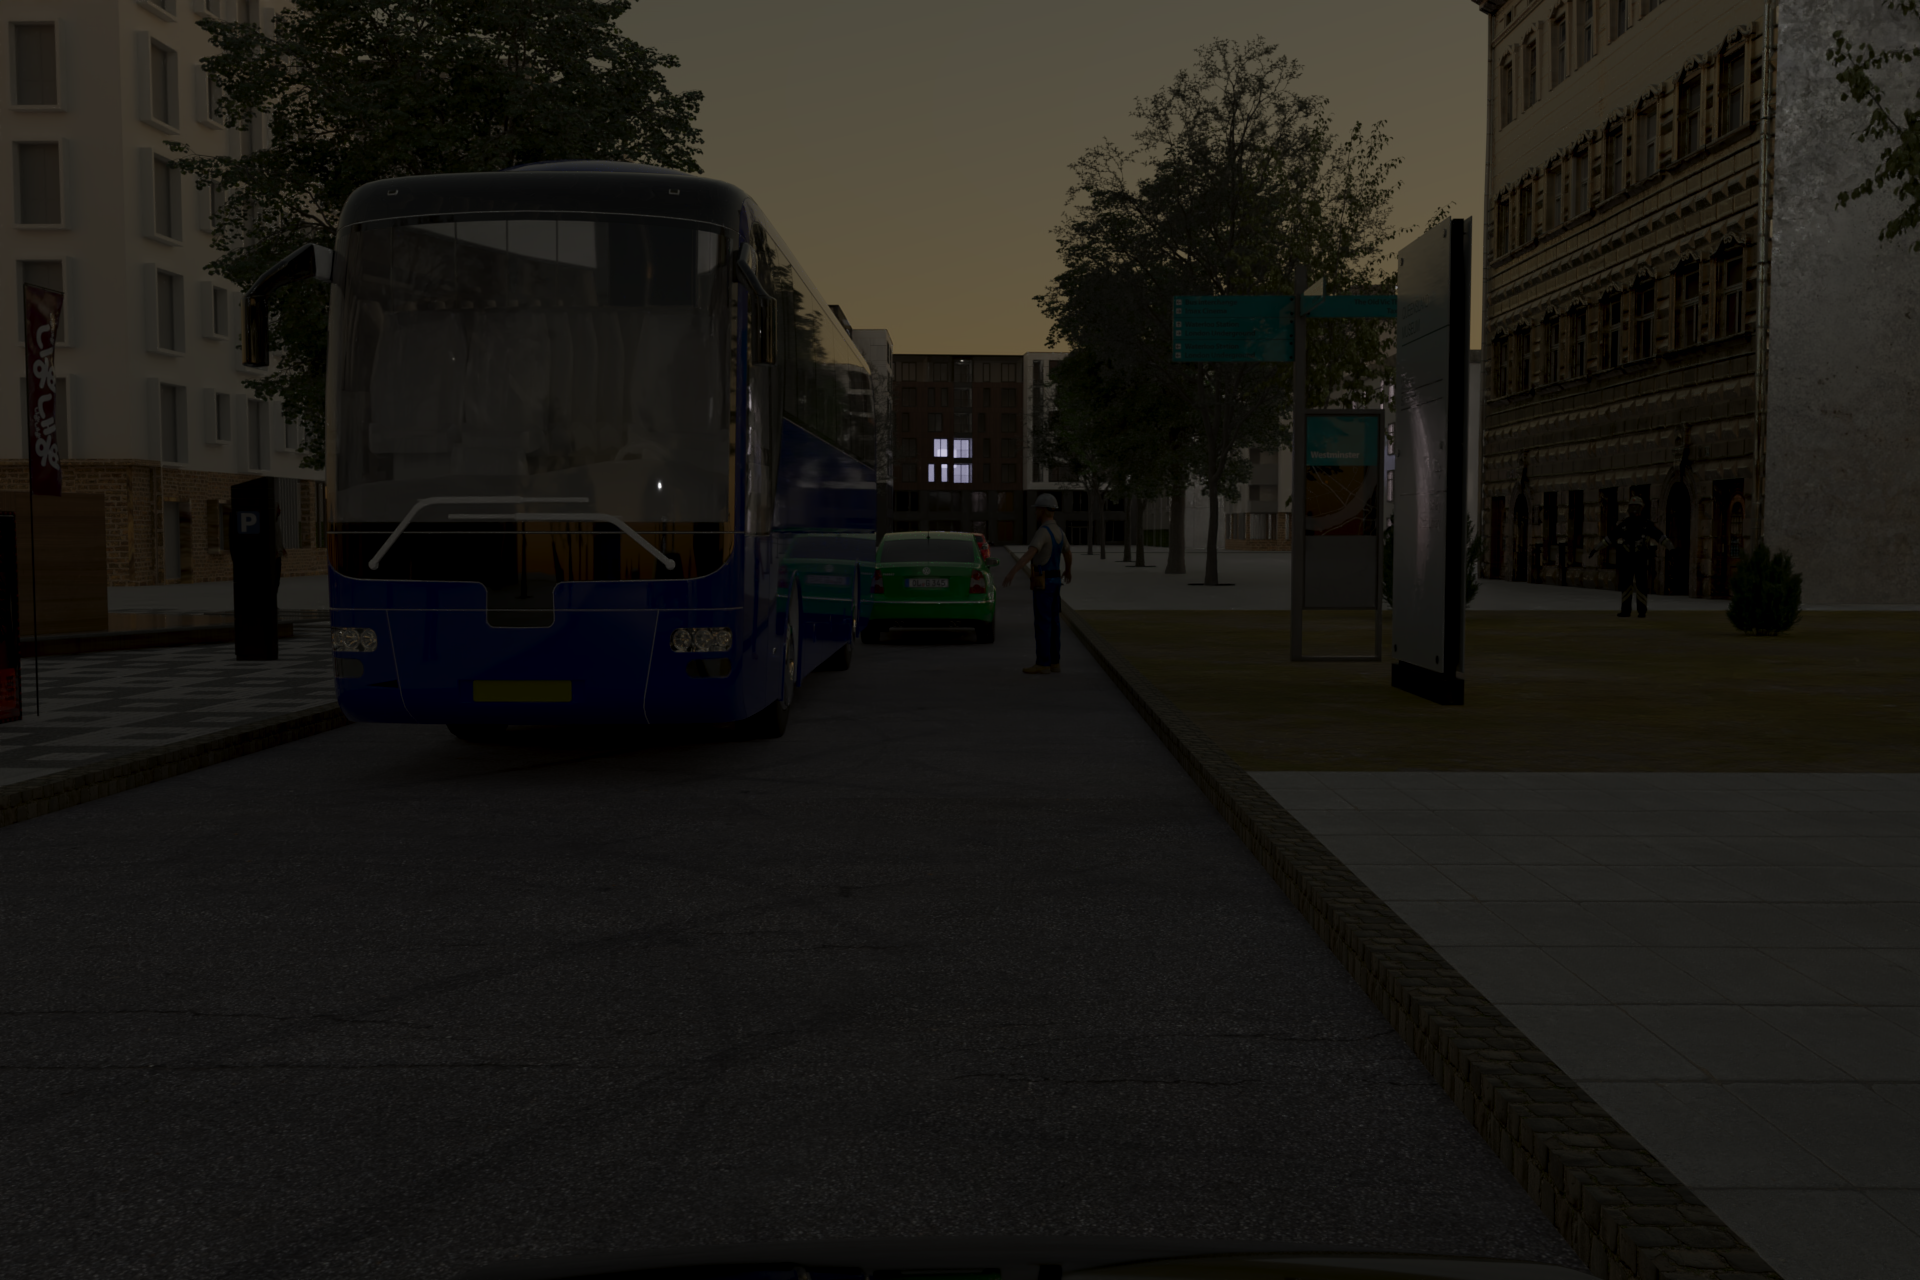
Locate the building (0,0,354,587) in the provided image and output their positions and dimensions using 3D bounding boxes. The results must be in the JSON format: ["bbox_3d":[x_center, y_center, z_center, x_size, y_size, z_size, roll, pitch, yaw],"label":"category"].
[{"bbox_3d":[-25.000,-11.454,43.693,16.016,20.090,11.380,0,4,2],"label":"building"}]

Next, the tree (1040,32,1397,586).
[{"bbox_3d":[6.366,-8.091,42.651,12.009,13.543,11.850,0,3,0],"label":"tree"}]

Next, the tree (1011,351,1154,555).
[{"bbox_3d":[7.984,-11.893,104.824,12.009,13.543,11.850,0,3,0],"label":"tree"}]

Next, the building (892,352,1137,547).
[{"bbox_3d":[4.001,-22.022,206.498,32.646,21.610,27.936,0,4,-5],"label":"building"}]

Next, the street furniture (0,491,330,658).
[{"bbox_3d":[-13.314,-0.796,19.868,9.812,1.723,11.010,1,4,20],"label":"street furniture"}]

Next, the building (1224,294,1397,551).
[{"bbox_3d":[27.147,-17.559,143.516,16.016,20.090,11.380,0,4,1],"label":"building"}]

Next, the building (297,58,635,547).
[{"bbox_3d":[-23.879,-13.105,80.732,16.747,18.905,31.486,0,4,2],"label":"building"}]

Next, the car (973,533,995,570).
[{"bbox_3d":[0.316,-3.681,69.223,2.155,1.783,4.494,0,4,1],"label":"car"}]

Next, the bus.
[{"bbox_3d":[-2.368,-1.460,15.418,2.896,3.916,12.251,0,4,1],"label":"bus"}]

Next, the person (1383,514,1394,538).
[{"bbox_3d":[9.927,-1.991,39.278,1.216,1.740,0.721,-2,4,-26],"label":"person"}]

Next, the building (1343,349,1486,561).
[{"bbox_3d":[24.731,-8.368,78.957,9.099,9.664,28.070,0,4,1],"label":"building"}]

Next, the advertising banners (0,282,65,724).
[{"bbox_3d":[-6.492,-0.942,11.588,0.090,3.025,2.074,0,4,1],"label":"advertising banners"}]

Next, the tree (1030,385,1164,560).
[{"bbox_3d":[7.334,-9.357,87.406,8.767,10.594,7.601,1,4,15],"label":"tree"}]

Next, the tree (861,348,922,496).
[{"bbox_3d":[-7.780,-11.954,105.818,12.009,13.543,11.850,0,3,0],"label":"tree"}]

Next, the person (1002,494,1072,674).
[{"bbox_3d":[0.866,-0.584,17.863,0.705,1.847,1.347,2,4,32],"label":"person"}]

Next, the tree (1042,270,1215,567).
[{"bbox_3d":[7.151,-8.645,67.101,9.928,11.665,9.643,0,3,0],"label":"tree"}]

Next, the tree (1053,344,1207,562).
[{"bbox_3d":[7.788,-9.353,78.680,9.928,11.665,9.643,0,3,0],"label":"tree"}]

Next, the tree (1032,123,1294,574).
[{"bbox_3d":[6.969,-9.109,55.593,9.857,13.997,8.962,0,3,0],"label":"tree"}]

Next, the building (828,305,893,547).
[{"bbox_3d":[-21.244,-19.988,170.775,27.936,21.610,32.646,0,4,0],"label":"building"}]

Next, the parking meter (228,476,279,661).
[{"bbox_3d":[-7.166,-0.725,17.565,0.399,1.863,0.255,0,4,1],"label":"parking meter"}]

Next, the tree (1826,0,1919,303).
[{"bbox_3d":[10.330,-4.056,16.674,4.737,8.622,4.395,0,3,0],"label":"tree"}]

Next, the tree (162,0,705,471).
[{"bbox_3d":[-9.320,-7.710,32.718,9.857,13.997,8.962,0,3,0],"label":"tree"}]

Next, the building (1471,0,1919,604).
[{"bbox_3d":[23.932,-12.771,39.732,19.493,23.208,18.063,0,4,1],"label":"building"}]

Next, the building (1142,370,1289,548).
[{"bbox_3d":[27.930,-18.812,174.027,16.747,18.905,31.486,0,4,1],"label":"building"}]

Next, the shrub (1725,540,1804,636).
[{"bbox_3d":[10.156,-0.658,21.872,1.383,1.207,1.383,0,3,0],"label":"shrub"}]

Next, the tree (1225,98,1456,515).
[{"bbox_3d":[6.442,-4.898,30.444,4.737,8.622,4.395,0,3,0],"label":"tree"}]

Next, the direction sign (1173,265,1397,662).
[{"bbox_3d":[3.378,-1.715,16.796,2.525,3.948,1.411,0,4,1],"label":"direction sign"}]

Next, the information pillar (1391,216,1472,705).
[{"bbox_3d":[3.705,-1.368,13.675,0.184,3.620,1.656,0,4,1],"label":"information pillar"}]

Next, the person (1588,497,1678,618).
[{"bbox_3d":[10.394,-1.279,26.699,1.354,1.856,0.705,3,5,41],"label":"person"}]

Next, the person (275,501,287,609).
[{"bbox_3d":[-10.928,-1.315,27.637,0.705,1.813,1.348,-1,4,-15],"label":"person"}]

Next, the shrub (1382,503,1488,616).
[{"bbox_3d":[7.060,-1.347,26.064,1.661,2.075,1.752,0,3,0],"label":"shrub"}]

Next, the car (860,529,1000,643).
[{"bbox_3d":[-0.416,-0.935,24.081,1.959,1.807,4.718,0,4,0],"label":"car"}]

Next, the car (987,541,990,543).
[{"bbox_3d":[0.772,-5.760,103.968,2.009,1.686,4.222,0,4,1],"label":"car"}]
